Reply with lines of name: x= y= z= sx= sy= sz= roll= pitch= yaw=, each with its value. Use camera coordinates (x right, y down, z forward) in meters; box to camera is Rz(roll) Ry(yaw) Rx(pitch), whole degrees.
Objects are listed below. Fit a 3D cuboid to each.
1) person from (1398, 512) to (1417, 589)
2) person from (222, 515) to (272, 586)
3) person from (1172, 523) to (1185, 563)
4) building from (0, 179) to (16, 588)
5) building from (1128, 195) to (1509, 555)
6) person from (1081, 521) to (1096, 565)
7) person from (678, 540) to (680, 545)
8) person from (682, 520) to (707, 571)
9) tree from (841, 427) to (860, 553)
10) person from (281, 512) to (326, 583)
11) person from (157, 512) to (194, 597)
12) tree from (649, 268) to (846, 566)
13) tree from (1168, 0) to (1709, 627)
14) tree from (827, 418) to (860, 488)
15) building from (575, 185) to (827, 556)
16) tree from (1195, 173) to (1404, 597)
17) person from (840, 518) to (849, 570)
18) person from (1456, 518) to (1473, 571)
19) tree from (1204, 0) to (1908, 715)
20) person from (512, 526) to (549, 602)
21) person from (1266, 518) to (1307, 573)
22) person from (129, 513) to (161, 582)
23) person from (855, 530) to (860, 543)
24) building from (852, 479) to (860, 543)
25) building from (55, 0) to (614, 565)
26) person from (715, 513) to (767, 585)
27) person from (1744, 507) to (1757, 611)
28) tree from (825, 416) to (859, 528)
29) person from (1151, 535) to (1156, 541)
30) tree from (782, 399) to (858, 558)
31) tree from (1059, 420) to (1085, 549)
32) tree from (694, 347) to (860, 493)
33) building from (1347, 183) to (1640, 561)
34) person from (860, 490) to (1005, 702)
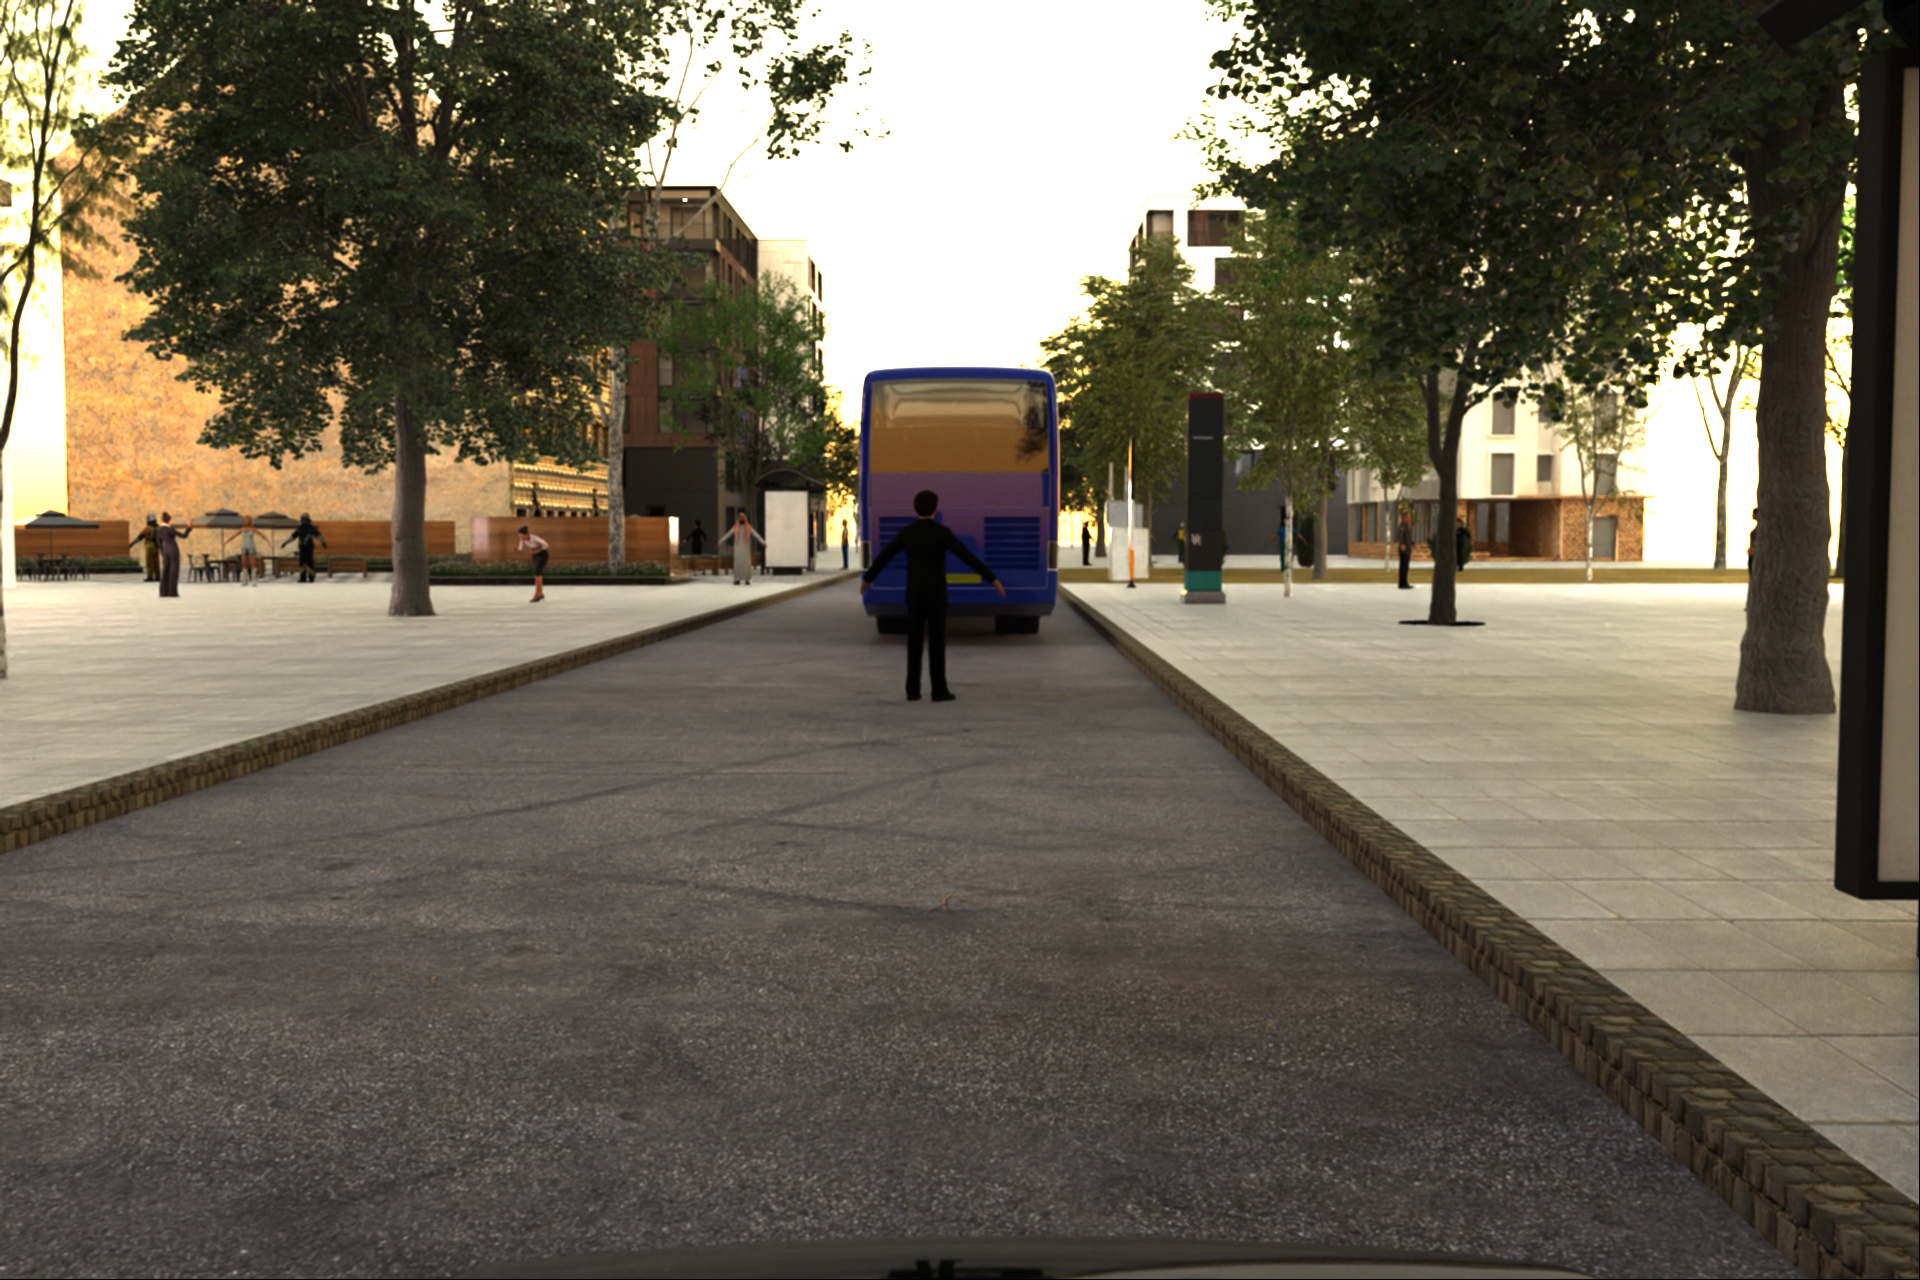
person: x=10.501 y=-2.116 z=40.774 sx=0.705 sy=1.807 sz=1.348 roll=2 pitch=4 yaw=27
person: x=-17.528 y=-2.202 z=42.614 sx=1.214 sy=1.753 sz=0.721 roll=0 pitch=4 yaw=-4
person: x=9.940 y=-4.319 z=77.081 sx=1.216 sy=1.772 sz=0.721 roll=3 pitch=4 yaw=37
building: x=-23.641 y=-5.223 z=27.538 sx=9.099 sy=9.664 sz=28.070 roll=0 pitch=4 yaw=1
building: x=25.428 y=-16.934 z=120.849 sx=27.936 sy=21.610 sz=32.646 roll=0 pitch=4 yaw=1
person: x=5.200 y=-3.955 z=70.882 sx=0.704 sy=1.802 sz=1.346 roll=-1 pitch=4 yaw=-18
person: x=-13.507 y=-4.398 z=81.168 sx=0.599 sy=1.433 sz=0.991 roll=3 pitch=5 yaw=42
person: x=-8.783 y=-3.103 z=57.461 sx=0.721 sy=1.740 sz=1.216 roll=2 pitch=4 yaw=32
tree: x=-7.140 y=-10.150 z=116.316 sx=4.360 sy=8.622 sz=3.978 roll=0 pitch=3 yaw=0
person: x=-17.295 y=-2.446 z=45.768 sx=1.354 sy=1.856 sz=0.705 roll=1 pitch=4 yaw=16
person: x=-15.983 y=-1.742 z=35.320 sx=0.742 sy=1.727 sz=0.445 roll=-1 pitch=4 yaw=-16
tree: x=-8.392 y=-8.768 z=69.118 sx=9.928 sy=11.665 sz=9.643 roll=0 pitch=3 yaw=0
tree: x=6.777 y=-6.008 z=23.988 sx=9.928 sy=11.665 sz=9.643 roll=0 pitch=3 yaw=0
tree: x=-6.244 y=-14.325 z=144.591 sx=12.009 sy=13.543 sz=11.850 roll=0 pitch=3 yaw=0
building: x=-24.515 y=-16.773 z=118.218 sx=27.936 sy=21.610 sz=32.646 roll=0 pitch=4 yaw=1
tree: x=6.967 y=-5.192 z=35.257 sx=4.737 sy=8.622 sz=4.395 roll=0 pitch=3 yaw=0
person: x=-4.183 y=-3.468 z=62.559 sx=0.705 sy=1.847 sz=1.347 roll=0 pitch=4 yaw=-4
person: x=17.149 y=-3.290 z=59.727 sx=0.705 sy=1.837 sz=1.347 roll=-3 pitch=5 yaw=-39
tree: x=5.905 y=-6.458 z=12.239 sx=9.857 sy=13.997 sz=8.962 roll=0 pitch=3 yaw=0
person: x=-8.072 y=-1.430 z=32.606 sx=0.628 sy=1.438 sz=0.799 roll=-1 pitch=4 yaw=-8
person: x=10.903 y=-3.161 z=57.815 sx=1.347 sy=1.817 sz=0.704 roll=0 pitch=4 yaw=5
person: x=-21.814 y=-2.506 z=46.742 sx=0.705 sy=1.858 sz=1.354 roll=1 pitch=4 yaw=21
person: x=-3.793 y=-3.871 z=69.474 sx=0.705 sy=1.806 sz=1.347 roll=3 pitch=5 yaw=39
building: x=-0.594 y=-18.087 z=240.322 sx=28.070 sy=9.664 sz=9.099 roll=0 pitch=4 yaw=4
building: x=-27.246 y=-15.207 z=79.555 sx=19.493 sy=23.208 sz=18.063 roll=0 pitch=4 yaw=2
person: x=-5.534 y=-2.312 z=43.941 sx=1.347 sy=1.811 sz=0.704 roll=0 pitch=4 yaw=5
person: x=13.194 y=-1.350 z=28.888 sx=0.721 sy=1.737 sz=1.217 roll=1 pitch=4 yaw=23
tree: x=-6.859 y=-9.388 z=103.853 sx=4.737 sy=8.622 sz=4.395 roll=0 pitch=3 yaw=0
person: x=8.988 y=-4.771 z=84.815 sx=1.217 sy=1.733 sz=0.721 roll=1 pitch=4 yaw=11
tree: x=-7.516 y=-8.628 z=91.437 sx=4.737 sy=8.622 sz=4.395 roll=0 pitch=3 yaw=0
tree: x=8.443 y=-13.782 z=151.089 sx=9.928 sy=11.665 sz=9.643 roll=0 pitch=3 yaw=0
tree: x=-7.998 y=-9.003 z=81.608 sx=8.767 sy=10.594 sz=7.601 roll=-3 pitch=5 yaw=-43
building: x=26.464 y=-14.531 z=94.007 sx=16.016 sy=20.090 sz=11.380 roll=0 pitch=4 yaw=1
person: x=-0.274 y=-0.385 z=14.931 sx=1.347 sy=1.806 sz=0.705 roll=1 pitch=4 yaw=21
